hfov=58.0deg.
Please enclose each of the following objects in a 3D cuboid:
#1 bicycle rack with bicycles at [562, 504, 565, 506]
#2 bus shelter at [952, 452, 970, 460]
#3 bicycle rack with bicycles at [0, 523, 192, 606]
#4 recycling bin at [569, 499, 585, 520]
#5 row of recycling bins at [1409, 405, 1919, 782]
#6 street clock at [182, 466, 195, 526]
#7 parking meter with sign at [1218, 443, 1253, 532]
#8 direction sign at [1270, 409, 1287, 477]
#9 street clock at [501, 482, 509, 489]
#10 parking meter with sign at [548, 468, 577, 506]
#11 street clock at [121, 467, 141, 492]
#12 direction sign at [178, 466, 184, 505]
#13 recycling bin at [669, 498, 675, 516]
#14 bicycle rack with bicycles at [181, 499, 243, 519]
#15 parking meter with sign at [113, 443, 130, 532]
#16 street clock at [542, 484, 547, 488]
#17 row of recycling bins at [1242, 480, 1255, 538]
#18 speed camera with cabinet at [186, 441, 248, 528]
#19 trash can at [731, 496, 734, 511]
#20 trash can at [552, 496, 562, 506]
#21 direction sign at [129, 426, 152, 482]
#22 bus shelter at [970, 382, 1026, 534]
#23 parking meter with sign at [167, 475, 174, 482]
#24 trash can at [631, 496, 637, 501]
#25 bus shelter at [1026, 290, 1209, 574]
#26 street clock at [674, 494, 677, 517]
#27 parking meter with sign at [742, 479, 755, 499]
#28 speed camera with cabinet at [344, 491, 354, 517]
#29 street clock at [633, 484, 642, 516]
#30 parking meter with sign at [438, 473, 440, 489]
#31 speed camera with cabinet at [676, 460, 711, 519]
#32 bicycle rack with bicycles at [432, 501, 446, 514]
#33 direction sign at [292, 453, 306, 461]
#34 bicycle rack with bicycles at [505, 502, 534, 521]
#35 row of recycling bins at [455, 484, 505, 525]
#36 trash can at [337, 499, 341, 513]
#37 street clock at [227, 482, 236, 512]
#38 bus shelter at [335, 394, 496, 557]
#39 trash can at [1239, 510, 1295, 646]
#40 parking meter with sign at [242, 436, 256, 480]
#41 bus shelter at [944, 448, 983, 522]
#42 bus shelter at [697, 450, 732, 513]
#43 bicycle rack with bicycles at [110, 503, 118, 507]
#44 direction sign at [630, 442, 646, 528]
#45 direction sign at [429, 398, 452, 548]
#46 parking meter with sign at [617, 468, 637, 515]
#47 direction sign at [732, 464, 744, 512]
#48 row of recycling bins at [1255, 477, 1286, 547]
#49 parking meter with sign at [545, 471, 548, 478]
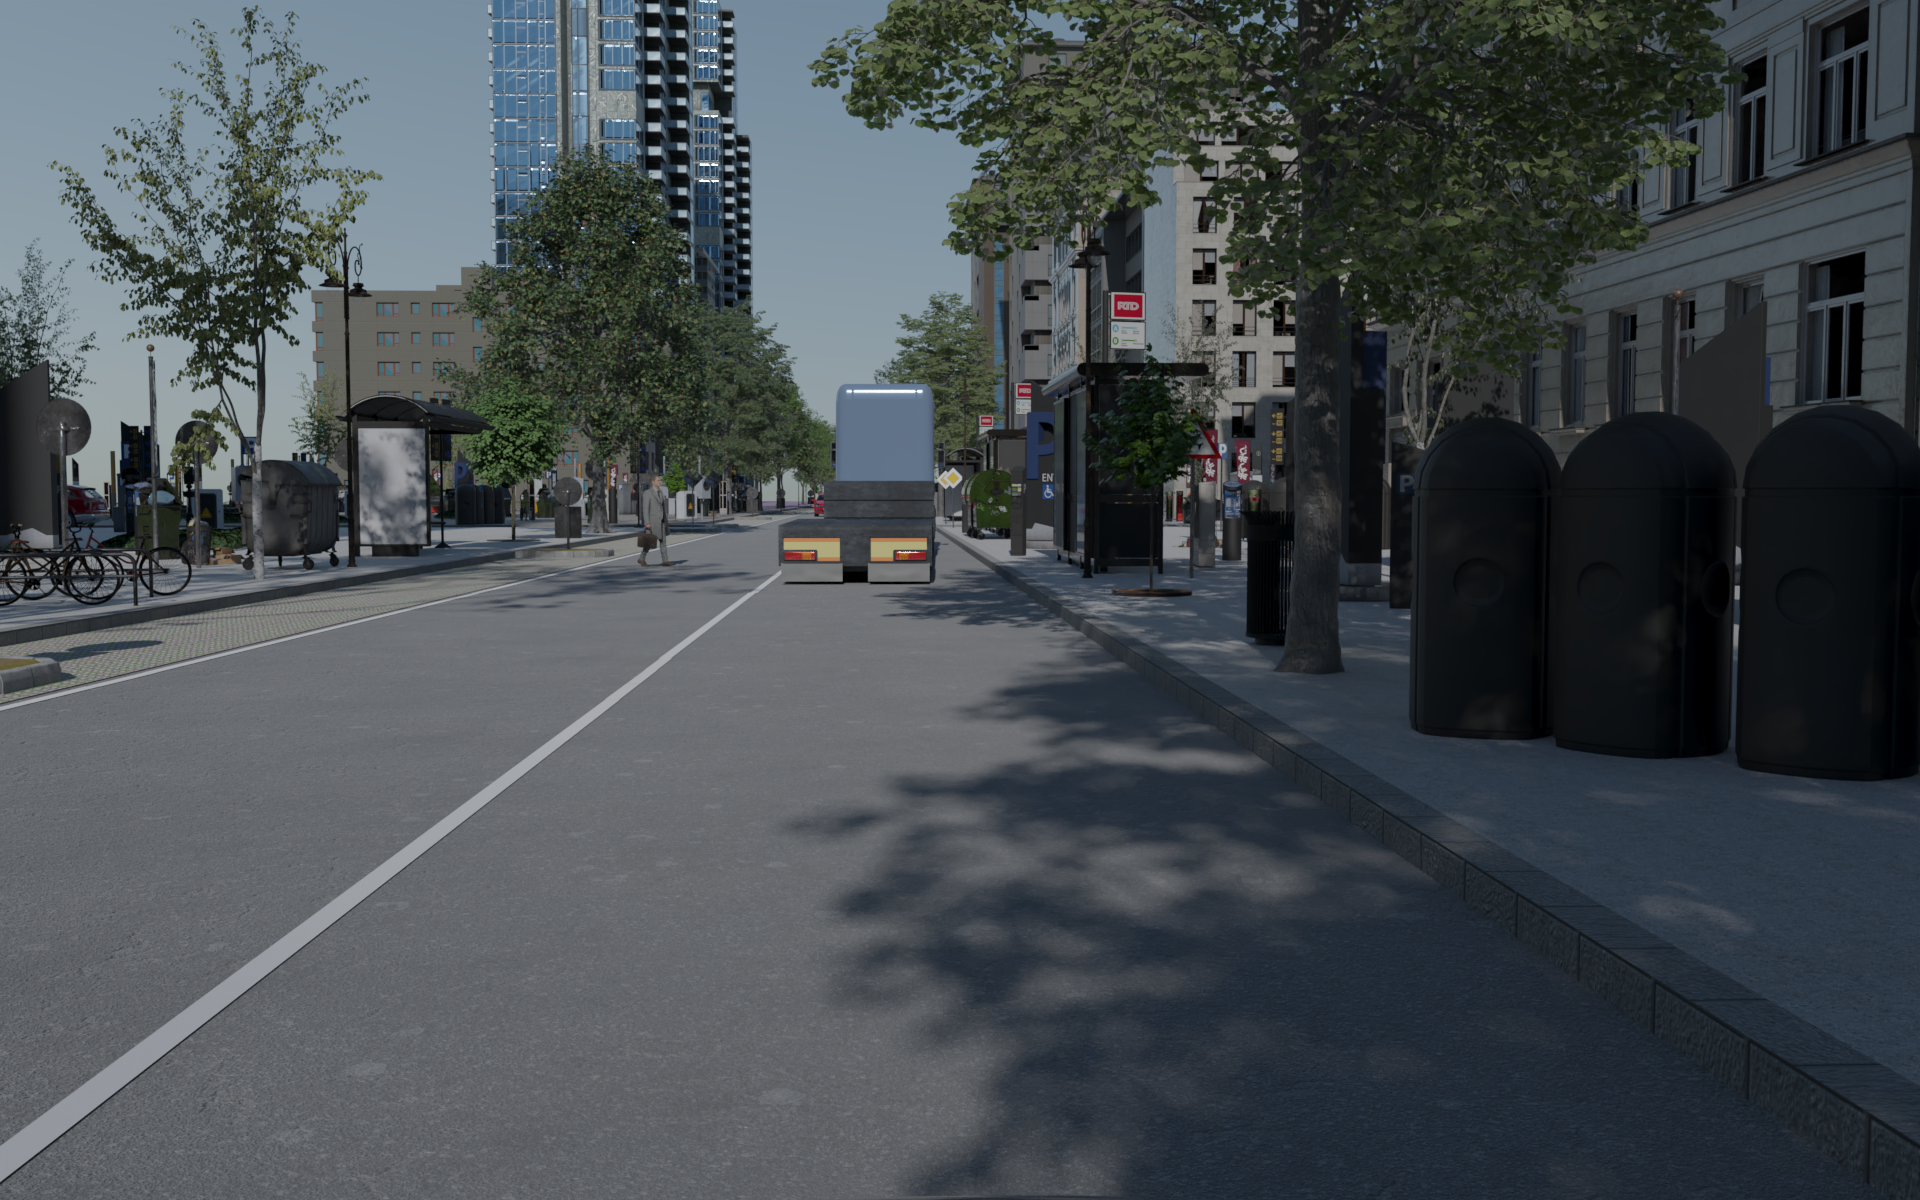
[{"bbox_3d":[-25.529,-5.932,110.366,2.852,0.926,2.925,3,4,36],"label":"bicycle rack with bicycles"},{"bbox_3d":[0.739,-6.607,85.652,2.179,5.291,8.768,0,4,-3],"label":"bus shelter"},{"bbox_3d":[-10.774,-0.432,20.451,2.925,0.926,2.852,-1,4,-18],"label":"bicycle rack with bicycles"},{"bbox_3d":[-19.128,-4.499,86.114,0.722,1.027,0.722,-3,4,-37],"label":"recycling bin"},{"bbox_3d":[3.825,-0.081,8.436,3.534,1.692,1.069,3,5,43],"label":"row of recycling bins"},{"bbox_3d":[-20.133,-2.489,45.260,0.358,2.002,0.471,-1,4,-19],"label":"street clock"},{"bbox_3d":[9.485,-3.803,58.437,0.543,3.016,1.738,-3,5,-44],"label":"parking meter with sign"},{"bbox_3d":[8.654,-3.296,45.886,0.876,3.537,0.379,0,4,4],"label":"direction sign"},{"bbox_3d":[-27.474,-6.121,104.641,0.471,2.002,0.358,0,4,1],"label":"street clock"},{"bbox_3d":[-26.952,-7.441,117.928,1.738,3.016,0.543,0,4,-6],"label":"parking meter with sign"},{"bbox_3d":[-22.538,-2.604,47.139,0.471,2.002,0.358,-1,4,-19],"label":"street clock"},{"bbox_3d":[-63.137,-9.095,140.705,0.876,3.537,0.379,-1,4,-20],"label":"direction sign"},{"bbox_3d":[-16.970,-5.580,103.783,0.722,1.027,0.722,3,5,42],"label":"recycling bin"},{"bbox_3d":[-36.567,-4.365,84.757,2.925,0.926,2.852,3,4,39],"label":"bicycle rack with bicycles"},{"bbox_3d":[-28.409,-3.833,58.938,0.543,3.016,1.738,-1,4,-12],"label":"parking meter with sign"},{"bbox_3d":[-29.260,-7.162,121.663,0.358,2.002,0.471,2,4,25],"label":"street clock"},{"bbox_3d":[9.874,-2.699,51.249,3.534,1.692,1.069,-1,4,-23],"label":"row of recycling bins"},{"bbox_3d":[-23.684,-3.746,55.576,2.038,3.252,0.660,-3,4,-36],"label":"speed camera with cabinet"},{"bbox_3d":[-15.031,-6.161,112.388,0.748,1.137,0.748,0,3,0],"label":"trash can"},{"bbox_3d":[-24.057,-5.603,103.257,0.748,1.137,0.748,0,3,0],"label":"trash can"},{"bbox_3d":[-27.067,-3.997,57.356,0.876,3.537,0.379,0,4,7],"label":"direction sign"},{"bbox_3d":[1.754,-5.042,60.071,2.179,5.291,8.768,0,4,-3],"label":"bus shelter"},{"bbox_3d":[-65.490,-9.013,143.624,0.543,3.016,1.738,-2,4,-27],"label":"parking meter with sign"},{"bbox_3d":[-22.783,-6.666,120.642,0.748,1.137,0.748,0,3,0],"label":"trash can"},{"bbox_3d":[2.734,-3.318,31.889,2.179,5.291,8.768,0,4,-3],"label":"bus shelter"},{"bbox_3d":[-16.185,-5.768,98.877,0.471,2.002,0.358,0,4,1],"label":"street clock"},{"bbox_3d":[-18.204,-9.262,147.691,1.738,3.016,0.543,-2,4,-30],"label":"parking meter with sign"},{"bbox_3d":[-29.964,-5.689,87.350,2.038,3.252,0.660,0,4,4],"label":"speed camera with cabinet"},{"bbox_3d":[-18.687,-5.868,100.506,0.358,2.002,0.471,3,4,36],"label":"street clock"},{"bbox_3d":[-42.710,-8.891,141.630,0.543,3.016,1.738,-1,4,-10],"label":"parking meter with sign"},{"bbox_3d":[-13.619,-5.763,88.563,0.660,3.252,2.038,2,4,33],"label":"speed camera with cabinet"},{"bbox_3d":[-36.346,-6.481,119.341,2.925,0.926,2.852,-1,4,-9],"label":"bicycle rack with bicycles"},{"bbox_3d":[-36.133,-6.288,94.800,0.379,3.537,0.876,2,4,34],"label":"direction sign"},{"bbox_3d":[-21.447,-4.277,83.316,2.852,0.926,2.925,0,4,-4],"label":"bicycle rack with bicycles"},{"bbox_3d":[-20.460,-4.073,73.700,1.069,1.692,3.534,1,4,11],"label":"row of recycling bins"},{"bbox_3d":[-48.136,-7.403,132.687,0.748,1.137,0.748,0,3,0],"label":"trash can"},{"bbox_3d":[-41.449,-5.763,98.792,0.358,2.002,0.471,0,4,-7],"label":"street clock"},{"bbox_3d":[-11.770,-2.692,37.936,2.014,3.302,5.546,0,4,-3],"label":"bus shelter"},{"bbox_3d":[2.758,-0.193,14.817,0.748,1.137,0.748,0,3,0],"label":"trash can"},{"bbox_3d":[-21.623,-3.487,53.276,0.543,3.016,1.738,-1,4,-13],"label":"parking meter with sign"},{"bbox_3d":[0.131,-5.163,78.339,2.014,3.302,5.546,0,4,-2],"label":"bus shelter"},{"bbox_3d":[-17.167,-8.696,119.816,2.179,5.291,8.768,0,4,-2],"label":"bus shelter"},{"bbox_3d":[-63.149,-7.037,128.444,2.852,0.926,2.925,2,4,33],"label":"bicycle rack with bicycles"},{"bbox_3d":[-12.257,-4.524,65.959,0.876,3.537,0.379,3,4,39],"label":"direction sign"},{"bbox_3d":[-12.326,-3.007,41.165,0.379,3.537,0.876,1,4,14],"label":"direction sign"},{"bbox_3d":[-21.035,-6.880,108.757,0.543,3.016,1.738,3,4,37],"label":"parking meter with sign"},{"bbox_3d":[-15.635,-7.946,121.912,0.876,3.537,0.379,1,4,9],"label":"direction sign"},{"bbox_3d":[8.759,-2.085,41.195,1.069,1.692,3.534,-3,4,-37],"label":"row of recycling bins"},{"bbox_3d":[-30.837,-8.308,132.101,1.738,3.016,0.543,3,4,37],"label":"parking meter with sign"}]
